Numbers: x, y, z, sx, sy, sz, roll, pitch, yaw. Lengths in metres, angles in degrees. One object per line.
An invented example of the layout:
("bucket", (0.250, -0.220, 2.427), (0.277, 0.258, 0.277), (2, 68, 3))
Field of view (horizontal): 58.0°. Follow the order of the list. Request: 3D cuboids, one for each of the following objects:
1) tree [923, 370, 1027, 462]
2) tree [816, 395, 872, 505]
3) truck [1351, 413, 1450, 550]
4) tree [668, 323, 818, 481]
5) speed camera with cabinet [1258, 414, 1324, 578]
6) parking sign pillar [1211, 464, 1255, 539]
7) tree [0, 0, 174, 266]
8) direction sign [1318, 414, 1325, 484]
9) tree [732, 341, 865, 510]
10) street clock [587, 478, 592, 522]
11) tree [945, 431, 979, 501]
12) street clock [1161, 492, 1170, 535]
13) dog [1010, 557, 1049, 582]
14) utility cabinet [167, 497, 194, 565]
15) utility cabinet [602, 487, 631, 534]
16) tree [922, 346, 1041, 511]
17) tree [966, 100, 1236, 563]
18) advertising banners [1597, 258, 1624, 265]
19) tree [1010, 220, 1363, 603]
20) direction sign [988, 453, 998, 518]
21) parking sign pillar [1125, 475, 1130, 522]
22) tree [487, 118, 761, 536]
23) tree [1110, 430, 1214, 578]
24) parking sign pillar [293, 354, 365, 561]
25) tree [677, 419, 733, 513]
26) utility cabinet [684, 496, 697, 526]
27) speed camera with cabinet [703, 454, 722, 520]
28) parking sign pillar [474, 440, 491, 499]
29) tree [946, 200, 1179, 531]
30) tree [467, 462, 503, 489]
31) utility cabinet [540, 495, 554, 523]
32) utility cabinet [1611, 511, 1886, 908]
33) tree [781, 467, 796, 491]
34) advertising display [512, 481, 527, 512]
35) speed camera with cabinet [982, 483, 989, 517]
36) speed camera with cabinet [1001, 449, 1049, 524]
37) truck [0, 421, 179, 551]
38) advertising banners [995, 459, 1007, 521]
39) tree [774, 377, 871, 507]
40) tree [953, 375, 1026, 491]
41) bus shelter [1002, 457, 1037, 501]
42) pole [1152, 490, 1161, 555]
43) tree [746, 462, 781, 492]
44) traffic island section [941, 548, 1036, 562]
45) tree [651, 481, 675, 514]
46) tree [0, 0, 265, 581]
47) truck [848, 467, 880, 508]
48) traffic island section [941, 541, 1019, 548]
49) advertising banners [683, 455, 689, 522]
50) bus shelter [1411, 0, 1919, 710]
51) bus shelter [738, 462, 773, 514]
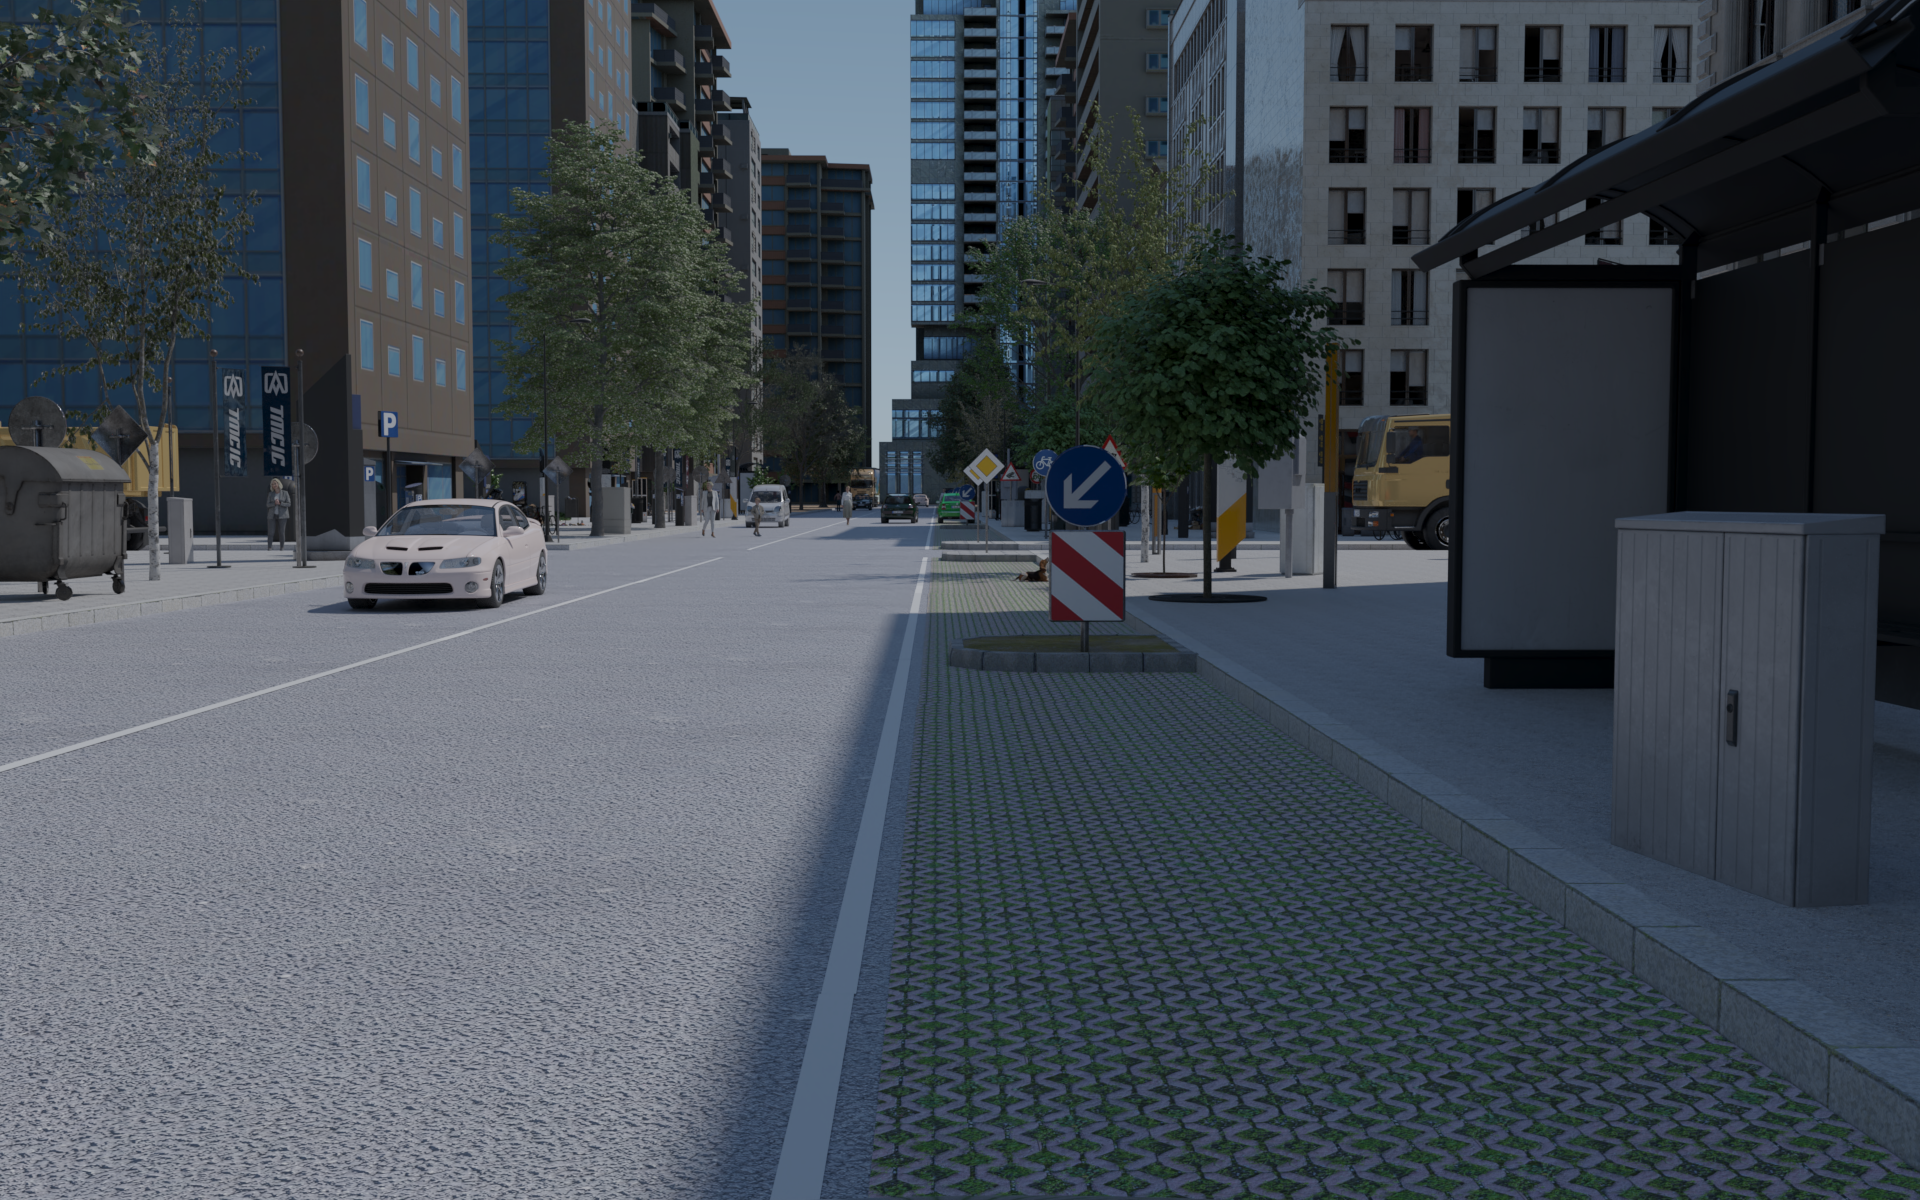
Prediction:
("tree", (1.821, -14.936, 154.577), (12.009, 13.543, 11.850), (0, 3, 0))
("tree", (-13.870, -17.090, 197.542), (7.486, 12.596, 7.792), (0, 3, 0))
("truck", (13.747, -2.831, 42.214), (9.791, 3.379, 3.469), (0, 3, 0))
("tree", (-12.244, -9.782, 94.344), (8.767, 10.594, 7.601), (-2, 4, -33))
("speed camera with cabinet", (5.282, -2.013, 27.241), (0.660, 3.252, 2.038), (2, 4, 29))
("parking sign pillar", (7.869, -3.787, 50.397), (1.447, 3.967, 1.447), (3, 5, 41))
("tree", (-11.438, -5.831, 12.343), (9.611, 12.733, 9.660), (0, 3, 0))
("direction sign", (10.390, -3.519, 49.528), (0.379, 3.537, 0.876), (2, 4, 32))
("tree", (-12.634, -13.920, 137.961), (12.009, 13.543, 11.850), (0, 3, 0))
("street clock", (-16.644, -4.515, 78.395), (0.358, 2.002, 0.471), (-3, 5, -42))
("tree", (1.543, -16.472, 187.439), (7.486, 12.596, 7.792), (0, 3, 0))
("street clock", (6.423, -3.044, 54.342), (0.358, 2.002, 0.471), (0, 4, -7))
("dog", (1.209, -0.491, 28.225), (0.550, 0.427, 0.748), (-3, 5, -40))
("utility cabinet", (-14.400, -1.276, 32.017), (0.306, 1.237, 1.020), (-1, 4, -16))
("utility cabinet", (-10.971, -2.831, 54.961), (1.173, 1.500, 0.318), (2, 4, 34))
("tree", (1.640, -13.124, 131.582), (9.611, 12.733, 9.660), (0, 3, 0))
("tree", (3.297, -4.997, 32.063), (4.737, 8.622, 4.395), (0, 3, 0))
("advertising banners", (4.383, -0.999, 12.515), (0.090, 3.025, 2.074), (3, 5, 41))
("tree", (3.095, -2.276, 20.919), (4.285, 4.588, 4.351), (0, 3, 0))
("direction sign", (1.630, -6.266, 94.449), (0.876, 3.537, 0.379), (0, 4, 4))
("parking sign pillar", (7.454, -5.814, 83.528), (1.447, 3.967, 1.447), (3, 4, 37))
("tree", (-10.812, -8.248, 52.987), (7.486, 12.596, 7.792), (0, 3, 0))
("tree", (3.060, -1.971, 26.823), (1.663, 3.219, 1.824), (0, 3, 0))
("parking sign pillar", (-12.298, -2.774, 33.819), (1.447, 3.967, 1.447), (2, 4, 24))
("tree", (-17.137, -10.088, 115.294), (4.737, 8.622, 4.395), (0, 3, 0))
("utility cabinet", (-10.927, -3.615, 70.262), (0.306, 1.237, 1.020), (0, 4, 4))
("speed camera with cabinet", (-12.407, -5.650, 86.707), (0.660, 3.252, 2.038), (-1, 4, -20))
("parking sign pillar", (-23.778, -5.985, 86.325), (1.447, 3.967, 1.447), (0, 4, 2))
("tree", (3.454, -8.219, 60.129), (9.928, 11.665, 9.643), (0, 3, 0))
("tree", (-24.027, -5.734, 88.345), (1.663, 3.219, 1.824), (0, 3, 0))
("utility cabinet", (-18.213, -3.991, 76.412), (0.306, 1.237, 1.020), (0, 4, 6))
("utility cabinet", (2.610, 0.325, 5.851), (0.306, 1.237, 1.020), (-1, 4, -11))
("tree", (-12.733, -7.886, 123.541), (1.663, 3.219, 1.824), (0, 3, 0))
("advertising display", (-22.070, -4.989, 86.791), (0.974, 1.923, 0.123), (3, 4, 38))
("speed camera with cabinet", (1.628, -6.347, 98.105), (0.660, 3.252, 2.038), (0, 4, 7))
("speed camera with cabinet", (2.835, -4.979, 75.742), (2.038, 3.252, 0.660), (1, 4, 10))
("truck", (-24.002, -2.770, 41.217), (9.791, 3.379, 3.469), (0, 4, -1))
("advertising banners", (2.020, -5.406, 84.575), (0.090, 3.025, 2.074), (1, 4, 16))
("tree", (-13.454, -15.423, 169.174), (9.611, 12.733, 9.660), (0, 3, 0))
("tree", (2.149, -9.658, 108.274), (4.360, 8.622, 3.978), (0, 3, 0))
("bus shelter", (3.149, -5.963, 91.415), (2.014, 3.302, 5.546), (0, 4, -1))
("pole", (4.166, -2.616, 36.622), (0.158, 3.312, 0.155), (0, 3, 0))
("tree", (-12.096, -6.662, 103.520), (1.663, 3.219, 1.824), (0, 3, 0))
("traffic island section", (0.602, -0.946, 37.752), (2.009, 0.180, 2.903), (0, 4, -1))
("tree", (-18.874, -7.061, 110.046), (1.663, 3.219, 1.824), (0, 3, 0))
("tree", (-12.143, -4.605, 25.653), (4.360, 8.622, 3.978), (0, 3, 0))
("truck", (-10.108, -11.946, 184.226), (2.839, 4.237, 11.283), (0, 4, 1))
("traffic island section", (0.500, -1.435, 45.737), (2.009, 0.180, 2.903), (0, 4, -1))
("advertising banners", (-12.575, -5.055, 78.830), (0.090, 3.025, 2.074), (-1, 4, -21))
("bus shelter", (4.045, -0.913, 8.858), (2.014, 3.302, 5.546), (0, 4, -1))
("bus shelter", (-13.400, -7.266, 112.723), (2.014, 3.302, 5.546), (0, 4, -1))
